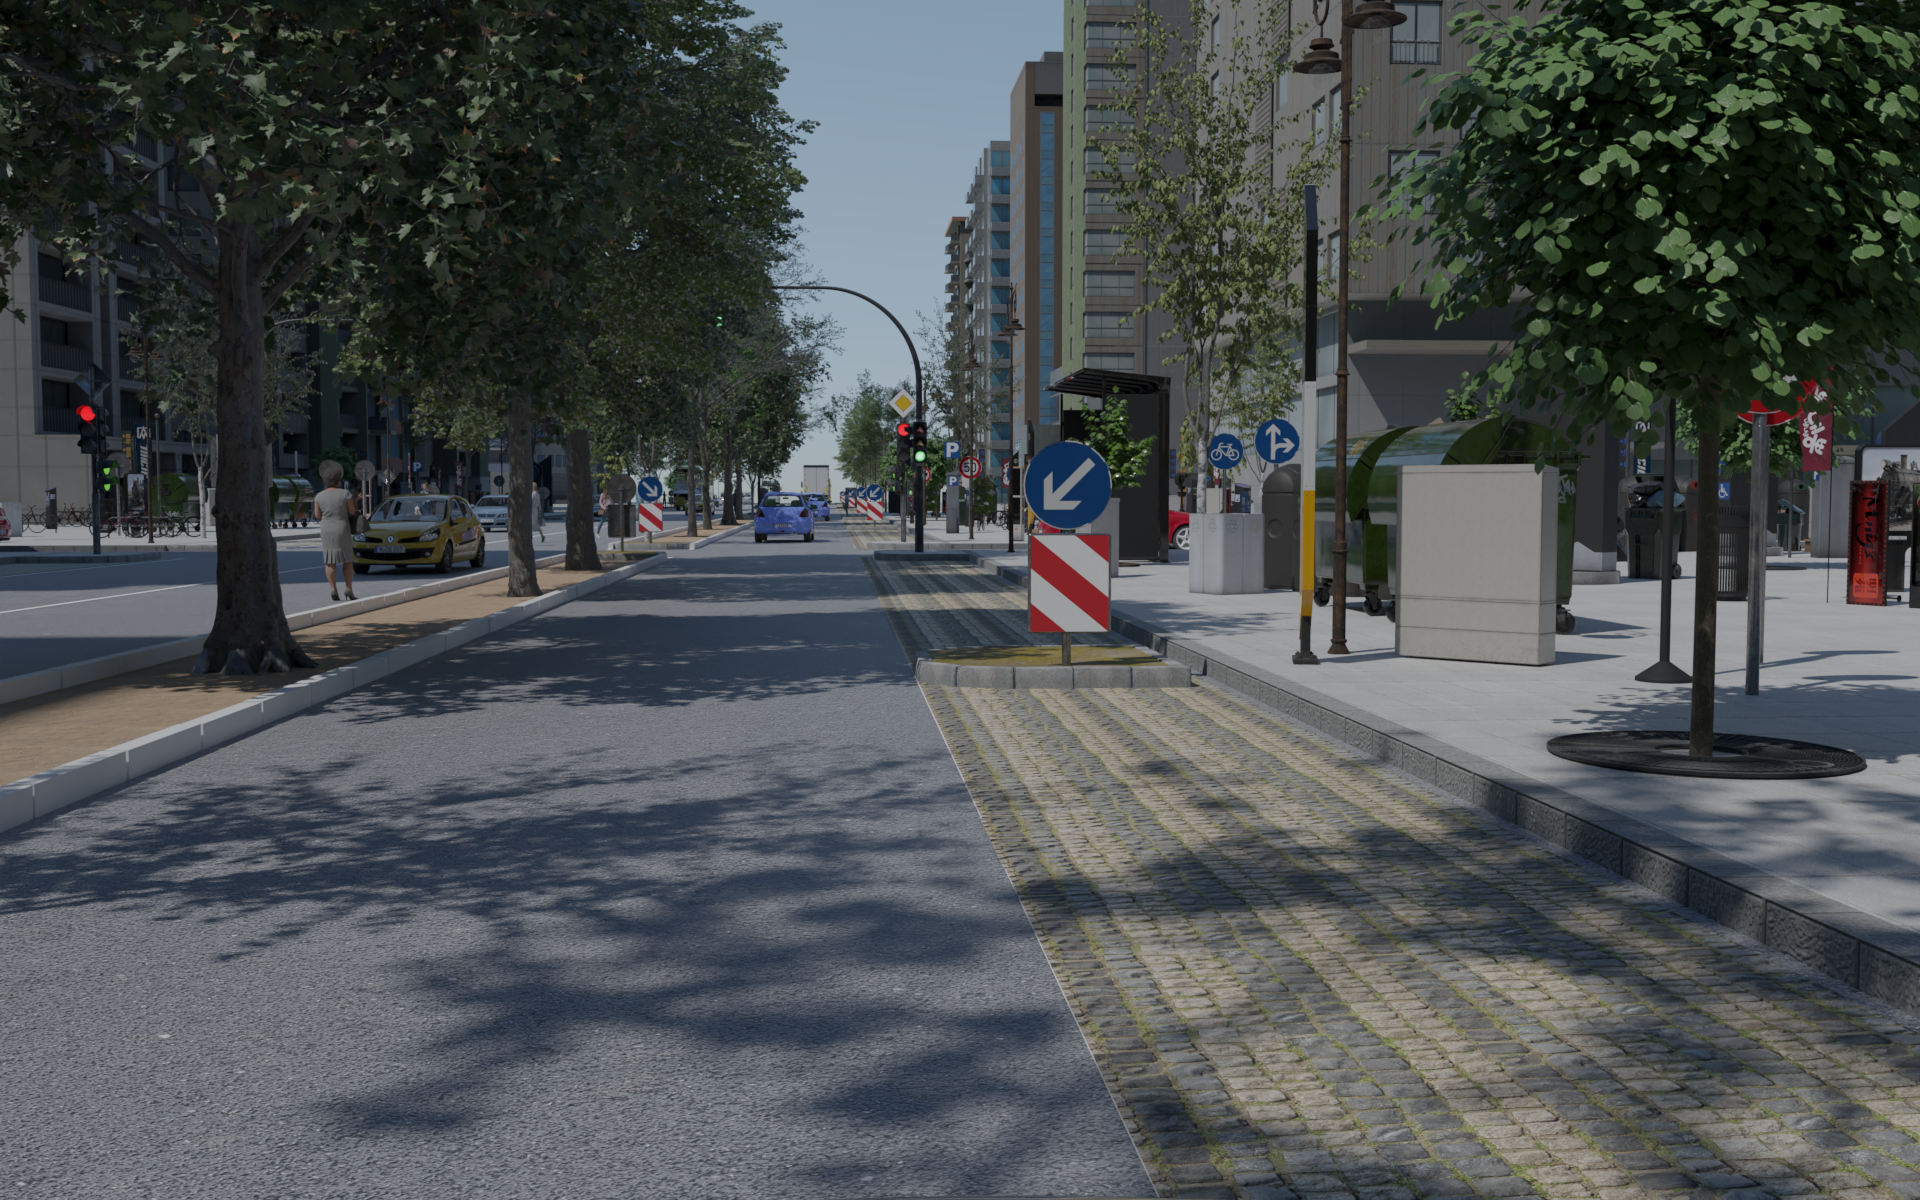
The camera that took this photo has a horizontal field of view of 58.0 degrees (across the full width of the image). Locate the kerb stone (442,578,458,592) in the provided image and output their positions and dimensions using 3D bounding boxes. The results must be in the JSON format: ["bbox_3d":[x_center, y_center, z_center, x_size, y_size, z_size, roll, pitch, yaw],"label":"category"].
[{"bbox_3d":[-7.582,-0.197,25.422,0.120,0.150,1.000,0,4,-4],"label":"kerb stone"}]

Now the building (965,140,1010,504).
[{"bbox_3d":[12.421,-37.721,236.347,23.786,49.044,30.456,0,4,-4],"label":"building"}]

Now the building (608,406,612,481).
[{"bbox_3d":[-57.865,-29.282,250.465,14.160,30.474,14.107,0,4,-4],"label":"building"}]

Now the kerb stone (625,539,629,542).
[{"bbox_3d":[-9.231,-1.539,47.366,0.120,0.150,1.000,0,4,-4],"label":"kerb stone"}]

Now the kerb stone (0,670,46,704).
[{"bbox_3d":[-6.590,0.618,12.138,0.120,0.150,1.000,0,4,-4],"label":"kerb stone"}]

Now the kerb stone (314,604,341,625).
[{"bbox_3d":[-7.123,0.178,19.289,0.120,0.150,1.000,0,4,-4],"label":"kerb stone"}]

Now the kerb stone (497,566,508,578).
[{"bbox_3d":[-7.898,-0.446,29.504,0.120,0.150,1.000,0,4,-4],"label":"kerb stone"}]

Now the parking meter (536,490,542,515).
[{"bbox_3d":[-25.256,-5.835,103.808,0.372,1.533,0.369,0,3,0],"label":"parking meter"}]

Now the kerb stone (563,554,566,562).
[{"bbox_3d":[-8.433,-0.883,36.654,0.120,0.150,1.000,0,4,-4],"label":"kerb stone"}]

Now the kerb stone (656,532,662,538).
[{"bbox_3d":[-9.935,-2.102,56.562,0.120,0.150,1.000,0,4,-4],"label":"kerb stone"}]

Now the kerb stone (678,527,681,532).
[{"bbox_3d":[-10.456,-2.539,63.711,0.120,0.150,1.000,0,4,-4],"label":"kerb stone"}]

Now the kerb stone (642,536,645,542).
[{"bbox_3d":[-9.537,-1.788,51.459,0.120,0.150,1.000,0,4,-4],"label":"kerb stone"}]

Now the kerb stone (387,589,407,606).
[{"bbox_3d":[-7.359,-0.001,22.360,0.120,0.150,1.000,0,4,-4],"label":"kerb stone"}]

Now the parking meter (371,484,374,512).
[{"bbox_3d":[-34.142,-5.783,100.268,0.399,1.863,0.255,3,5,43],"label":"parking meter"}]

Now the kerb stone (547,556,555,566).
[{"bbox_3d":[-8.279,-0.759,34.608,0.120,0.150,1.000,0,4,-4],"label":"kerb stone"}]

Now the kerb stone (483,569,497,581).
[{"bbox_3d":[-7.821,-0.385,28.484,0.120,0.150,1.000,0,4,-4],"label":"kerb stone"}]

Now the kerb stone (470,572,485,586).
[{"bbox_3d":[-7.736,-0.322,27.465,0.120,0.150,1.000,0,4,-4],"label":"kerb stone"}]

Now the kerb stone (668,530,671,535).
[{"bbox_3d":[-10.156,-2.289,59.626,0.120,0.150,1.000,0,4,-4],"label":"kerb stone"}]

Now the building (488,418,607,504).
[{"bbox_3d":[-59.106,-41.972,228.241,21.231,58.520,28.212,0,4,-4],"label":"building"}]

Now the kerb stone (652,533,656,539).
[{"bbox_3d":[-9.774,-1.974,54.520,0.120,0.150,1.000,0,4,-4],"label":"kerb stone"}]

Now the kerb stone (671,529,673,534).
[{"bbox_3d":[-10.231,-2.352,60.653,0.120,0.150,1.000,0,4,-4],"label":"kerb stone"}]

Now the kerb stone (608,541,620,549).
[{"bbox_3d":[-9.084,-1.415,45.327,0.120,0.150,1.000,0,4,-4],"label":"kerb stone"}]

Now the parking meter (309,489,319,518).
[{"bbox_3d":[-32.452,-4.820,87.222,0.372,1.533,0.369,0,3,0],"label":"parking meter"}]

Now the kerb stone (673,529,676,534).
[{"bbox_3d":[-10.312,-2.408,61.673,0.120,0.150,1.000,0,4,-4],"label":"kerb stone"}]

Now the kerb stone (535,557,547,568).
[{"bbox_3d":[-8.193,-0.697,33.587,0.120,0.150,1.000,0,4,-4],"label":"kerb stone"}]

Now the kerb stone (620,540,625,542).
[{"bbox_3d":[-9.158,-1.477,46.347,0.120,0.150,1.000,0,4,-4],"label":"kerb stone"}]

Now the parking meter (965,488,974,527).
[{"bbox_3d":[0.377,-3.636,67.860,0.372,1.533,0.369,0,3,0],"label":"parking meter"}]

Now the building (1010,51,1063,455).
[{"bbox_3d":[12.711,-32.239,177.225,14.600,45.320,14.200,0,4,-4],"label":"building"}]

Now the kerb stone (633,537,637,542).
[{"bbox_3d":[-9.393,-1.658,49.418,0.120,0.150,1.000,0,4,-4],"label":"kerb stone"}]

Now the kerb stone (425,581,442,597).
[{"bbox_3d":[-7.510,-0.133,24.403,0.120,0.150,1.000,0,4,-4],"label":"kerb stone"}]

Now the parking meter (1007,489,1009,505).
[{"bbox_3d":[3.054,-6.018,104.097,0.399,1.863,0.255,1,4,8],"label":"parking meter"}]

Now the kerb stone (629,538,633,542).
[{"bbox_3d":[-9.319,-1.602,48.387,0.120,0.150,1.000,0,4,-4],"label":"kerb stone"}]

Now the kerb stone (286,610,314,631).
[{"bbox_3d":[-7.049,0.240,18.269,0.120,0.150,1.000,0,4,-4],"label":"kerb stone"}]

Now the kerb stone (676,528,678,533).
[{"bbox_3d":[-10.387,-2.477,62.691,0.120,0.150,1.000,0,4,-4],"label":"kerb stone"}]

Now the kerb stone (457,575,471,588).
[{"bbox_3d":[-7.668,-0.259,26.443,0.120,0.150,1.000,0,4,-4],"label":"kerb stone"}]

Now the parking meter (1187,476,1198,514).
[{"bbox_3d":[7.701,-3.158,57.339,0.255,1.863,0.399,-1,4,-22],"label":"parking meter"}]

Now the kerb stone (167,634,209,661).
[{"bbox_3d":[-6.829,0.432,15.202,0.120,0.150,1.000,0,4,-4],"label":"kerb stone"}]

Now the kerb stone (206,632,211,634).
[{"bbox_3d":[-6.900,0.365,16.222,0.120,0.150,1.000,0,4,-4],"label":"kerb stone"}]

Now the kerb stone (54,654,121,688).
[{"bbox_3d":[-6.662,0.552,13.164,0.120,0.150,1.000,0,4,-4],"label":"kerb stone"}]

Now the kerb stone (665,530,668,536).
[{"bbox_3d":[-10.081,-2.227,58.607,0.120,0.150,1.000,0,4,-4],"label":"kerb stone"}]

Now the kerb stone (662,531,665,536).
[{"bbox_3d":[-10.002,-2.162,57.583,0.120,0.150,1.000,0,4,-4],"label":"kerb stone"}]

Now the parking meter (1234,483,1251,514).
[{"bbox_3d":[6.417,-1.891,39.324,0.372,1.533,0.369,0,3,0],"label":"parking meter"}]

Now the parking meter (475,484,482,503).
[{"bbox_3d":[-26.858,-5.562,96.652,0.255,1.863,0.399,0,4,4],"label":"parking meter"}]

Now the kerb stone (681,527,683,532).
[{"bbox_3d":[-10.541,-2.601,64.729,0.120,0.150,1.000,0,4,-4],"label":"kerb stone"}]

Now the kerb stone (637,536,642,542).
[{"bbox_3d":[-9.464,-1.725,50.437,0.120,0.150,1.000,0,4,-4],"label":"kerb stone"}]

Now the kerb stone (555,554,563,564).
[{"bbox_3d":[-8.352,-0.820,35.628,0.120,0.150,1.000,0,4,-4],"label":"kerb stone"}]

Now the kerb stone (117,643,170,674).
[{"bbox_3d":[-6.742,0.490,14.183,0.120,0.150,1.000,0,4,-4],"label":"kerb stone"}]

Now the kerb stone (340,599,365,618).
[{"bbox_3d":[-7.204,0.115,20.312,0.120,0.150,1.000,0,4,-4],"label":"kerb stone"}]

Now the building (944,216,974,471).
[{"bbox_3d":[8.989,-37.480,267.414,22.147,44.769,28.867,0,4,-4],"label":"building"}]

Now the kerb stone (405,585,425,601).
[{"bbox_3d":[-7.432,-0.072,23.383,0.120,0.150,1.000,0,4,-4],"label":"kerb stone"}]

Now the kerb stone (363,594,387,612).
[{"bbox_3d":[-7.281,0.053,21.332,0.120,0.150,1.000,0,4,-4],"label":"kerb stone"}]

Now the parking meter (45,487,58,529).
[{"bbox_3d":[-33.127,-3.347,63.142,0.372,1.533,0.369,0,3,0],"label":"parking meter"}]
